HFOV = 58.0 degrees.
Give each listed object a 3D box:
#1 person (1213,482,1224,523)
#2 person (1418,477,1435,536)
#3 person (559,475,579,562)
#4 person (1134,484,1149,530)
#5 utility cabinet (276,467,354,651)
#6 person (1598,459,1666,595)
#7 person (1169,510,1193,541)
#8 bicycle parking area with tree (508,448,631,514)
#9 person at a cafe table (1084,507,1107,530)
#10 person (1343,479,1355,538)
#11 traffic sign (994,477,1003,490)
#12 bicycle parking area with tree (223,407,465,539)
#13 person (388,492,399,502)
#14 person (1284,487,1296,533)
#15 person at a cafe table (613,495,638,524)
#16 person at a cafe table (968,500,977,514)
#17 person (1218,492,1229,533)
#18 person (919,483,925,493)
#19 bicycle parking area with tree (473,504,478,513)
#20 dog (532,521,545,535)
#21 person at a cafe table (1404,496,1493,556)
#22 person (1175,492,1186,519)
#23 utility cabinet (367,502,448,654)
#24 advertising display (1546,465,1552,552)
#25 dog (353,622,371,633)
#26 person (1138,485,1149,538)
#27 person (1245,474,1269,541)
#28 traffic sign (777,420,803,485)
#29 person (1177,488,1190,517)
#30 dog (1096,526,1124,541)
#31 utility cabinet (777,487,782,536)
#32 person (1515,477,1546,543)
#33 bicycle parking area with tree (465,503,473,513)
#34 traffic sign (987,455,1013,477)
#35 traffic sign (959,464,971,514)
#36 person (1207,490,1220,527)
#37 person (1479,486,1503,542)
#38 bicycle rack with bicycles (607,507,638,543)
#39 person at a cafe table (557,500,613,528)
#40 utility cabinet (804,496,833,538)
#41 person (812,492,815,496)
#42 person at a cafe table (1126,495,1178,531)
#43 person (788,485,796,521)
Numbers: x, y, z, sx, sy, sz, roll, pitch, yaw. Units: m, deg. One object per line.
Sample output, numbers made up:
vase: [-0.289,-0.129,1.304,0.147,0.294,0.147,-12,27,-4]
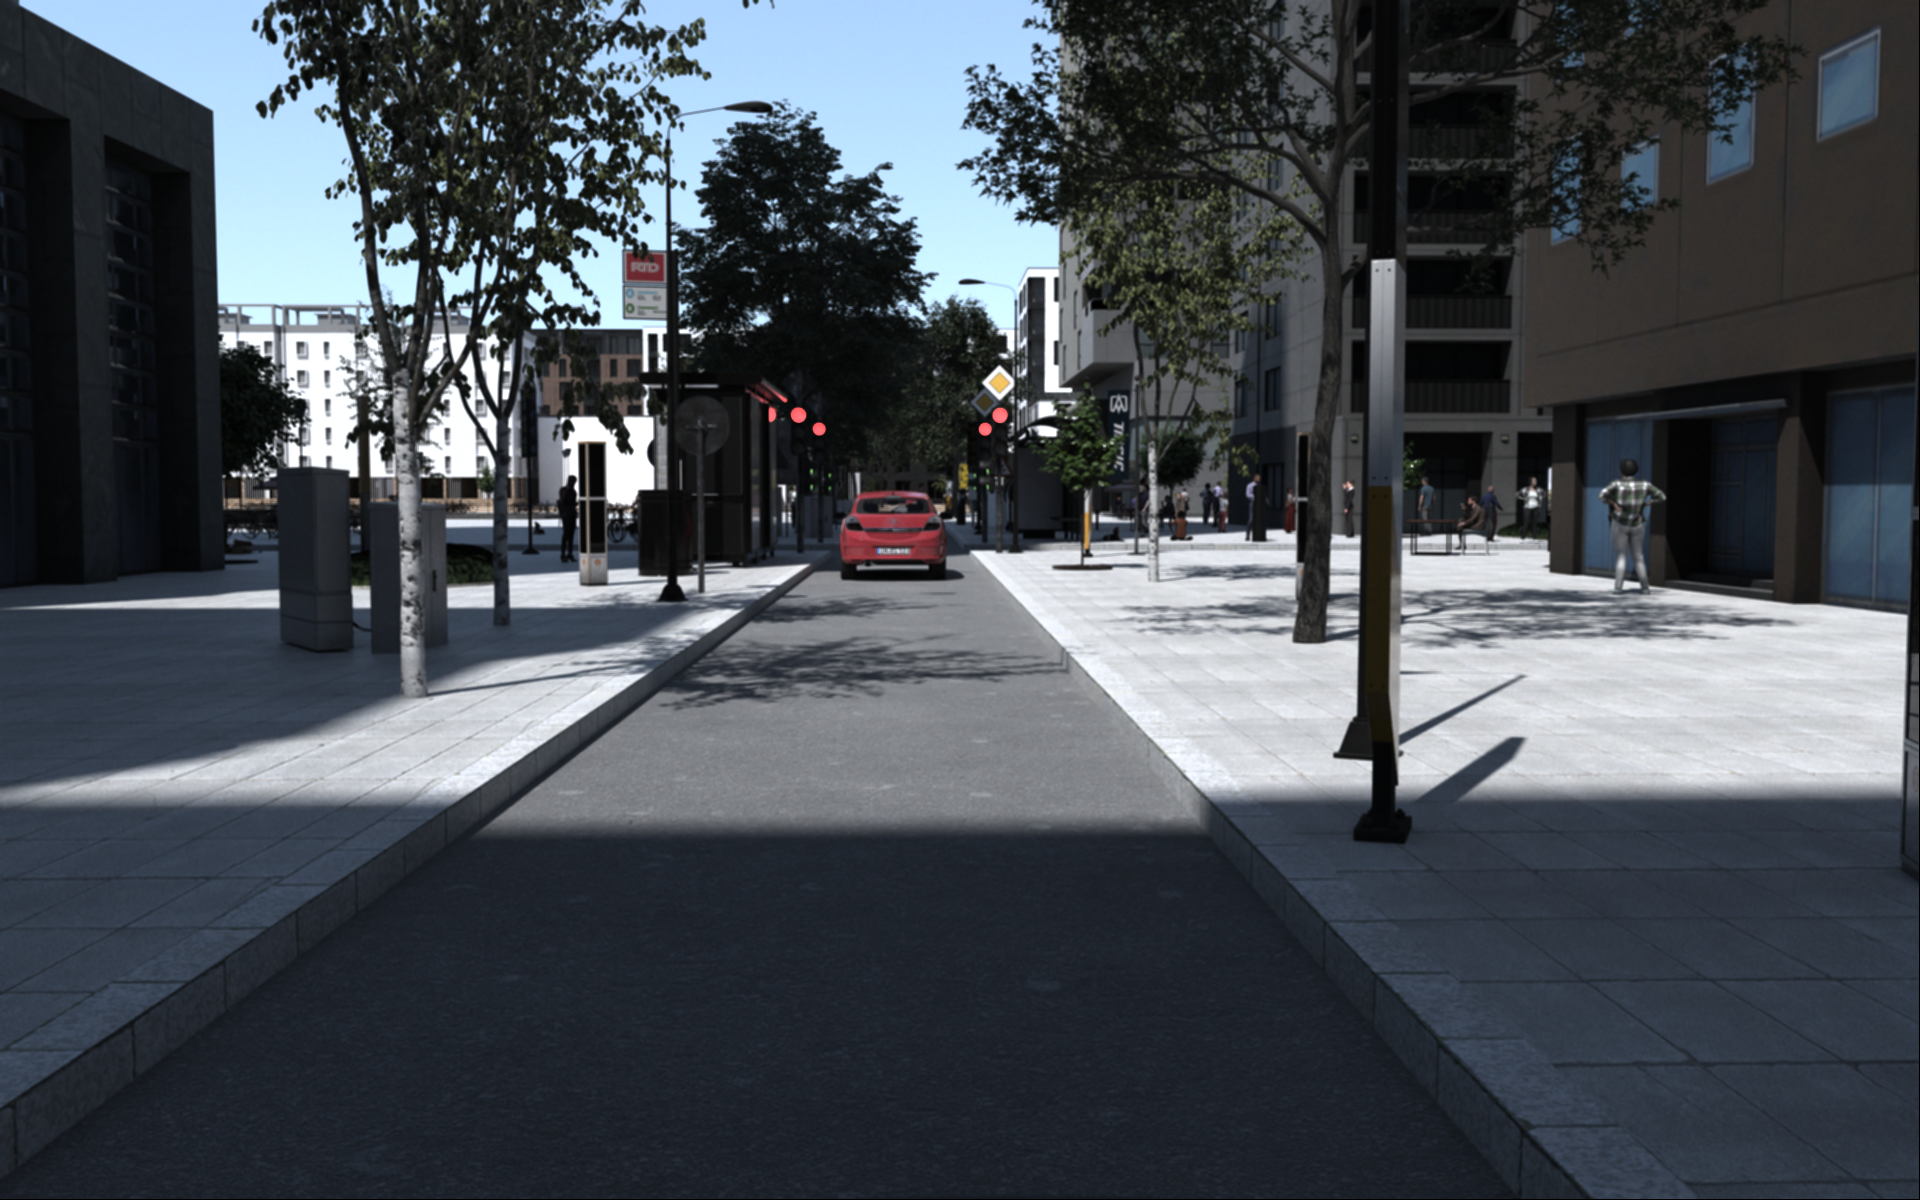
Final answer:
person: [11.617,-4.367,77.316,0.599,1.838,0.709,-3,4,-38]
person: [14.374,-2.891,53.435,0.598,1.807,0.434,-1,4,-22]
person: [-7.359,-1.542,32.727,0.415,1.643,0.593,-1,4,-10]
person: [6.545,-3.355,62.354,0.566,1.644,0.517,1,4,16]
utility cabinet: [-5.390,-0.355,14.481,0.318,1.500,1.173,-2,4,-35]
person: [8.547,-0.940,22.130,0.841,1.734,0.376,0,4,7]
person: [6.049,-2.061,48.028,0.859,0.850,0.655,-1,4,-12]
bicycle parking area with tree: [-25.154,-7.618,111.550,9.016,4.147,8.231,0,4,-1]
person at a cafe table: [4.422,-3.157,62.474,1.698,1.238,1.726,0,4,3]
person: [11.430,-2.715,51.243,0.445,1.727,0.742,-1,4,-22]
traffic sign: [1.800,-5.033,84.424,0.606,2.300,0.079,0,4,5]
bicycle parking area with tree: [-21.670,-4.049,53.209,9.016,4.147,8.231,2,4,27]
person: [-11.046,-1.470,33.992,0.340,1.345,0.435,1,4,11]
person: [10.788,-2.938,56.539,0.387,1.526,0.523,1,4,11]
person at a cafe table: [-14.206,-3.877,74.249,1.726,1.238,1.698,-3,5,-43]
person at a cafe table: [1.256,-6.320,111.852,1.622,1.524,1.698,-3,5,-39]
person: [8.697,-2.892,57.241,0.435,1.345,0.340,2,4,30]
person: [-0.995,-2.569,51.036,0.750,1.759,0.617,3,5,40]
bicycle parking area with tree: [-36.320,-7.872,115.710,9.016,4.147,8.231,0,4,6]
dog: [-13.476,-2.287,55.121,0.550,0.427,0.748,0,4,4]
person at a cafe table: [10.337,-1.572,36.567,1.726,1.238,1.698,1,4,19]
person: [6.649,-2.579,52.116,0.435,1.345,0.340,2,4,34]
utility cabinet: [-4.566,-0.198,14.393,0.306,1.237,1.020,0,4,3]
advertising display: [13.411,-2.023,38.293,0.123,1.923,0.974,-3,4,-37]
dog: [-5.758,0.112,15.898,0.748,0.427,0.550,-1,4,-12]
person: [5.398,-2.580,50.428,0.471,1.553,0.569,0,4,0]
person: [8.190,-2.549,47.589,0.709,1.838,0.599,-2,4,-28]
traffic sign: [-5.450,-3.277,47.455,2.265,3.308,0.079,0,4,0]
person: [10.492,-4.470,81.338,0.614,1.554,0.590,2,4,27]
dog: [4.112,-1.820,47.497,0.748,0.427,0.550,1,4,14]
utility cabinet: [-5.819,-2.671,52.355,0.318,1.500,1.173,-3,4,-37]
person: [14.945,-2.356,45.292,0.841,1.734,0.376,1,4,9]
bicycle parking area with tree: [-35.365,-7.262,105.737,9.016,4.147,8.231,-2,4,-27]
traffic sign: [1.271,-3.302,53.992,0.884,2.594,0.081,0,4,5]
traffic sign: [1.004,-7.323,113.597,2.265,3.308,0.079,0,3,0]
person: [9.831,-3.540,67.159,0.697,1.427,0.421,-3,4,-39]
person: [14.419,-2.329,46.812,0.600,1.496,0.574,-1,4,-15]
bicycle rack with bicycles: [-8.516,-1.980,45.759,2.852,0.926,2.925,3,4,38]
person at a cafe table: [-14.568,-3.383,66.177,1.726,1.238,1.698,2,4,23]
utility cabinet: [-4.128,-2.411,50.589,0.306,1.237,1.020,2,4,34]
person: [-5.899,-3.645,67.602,0.963,1.587,0.435,0,4,3]
person at a cafe table: [6.731,-3.013,60.116,1.726,1.238,1.698,1,4,12]
person: [-7.935,-4.687,83.402,0.841,1.734,0.376,1,4,17]
